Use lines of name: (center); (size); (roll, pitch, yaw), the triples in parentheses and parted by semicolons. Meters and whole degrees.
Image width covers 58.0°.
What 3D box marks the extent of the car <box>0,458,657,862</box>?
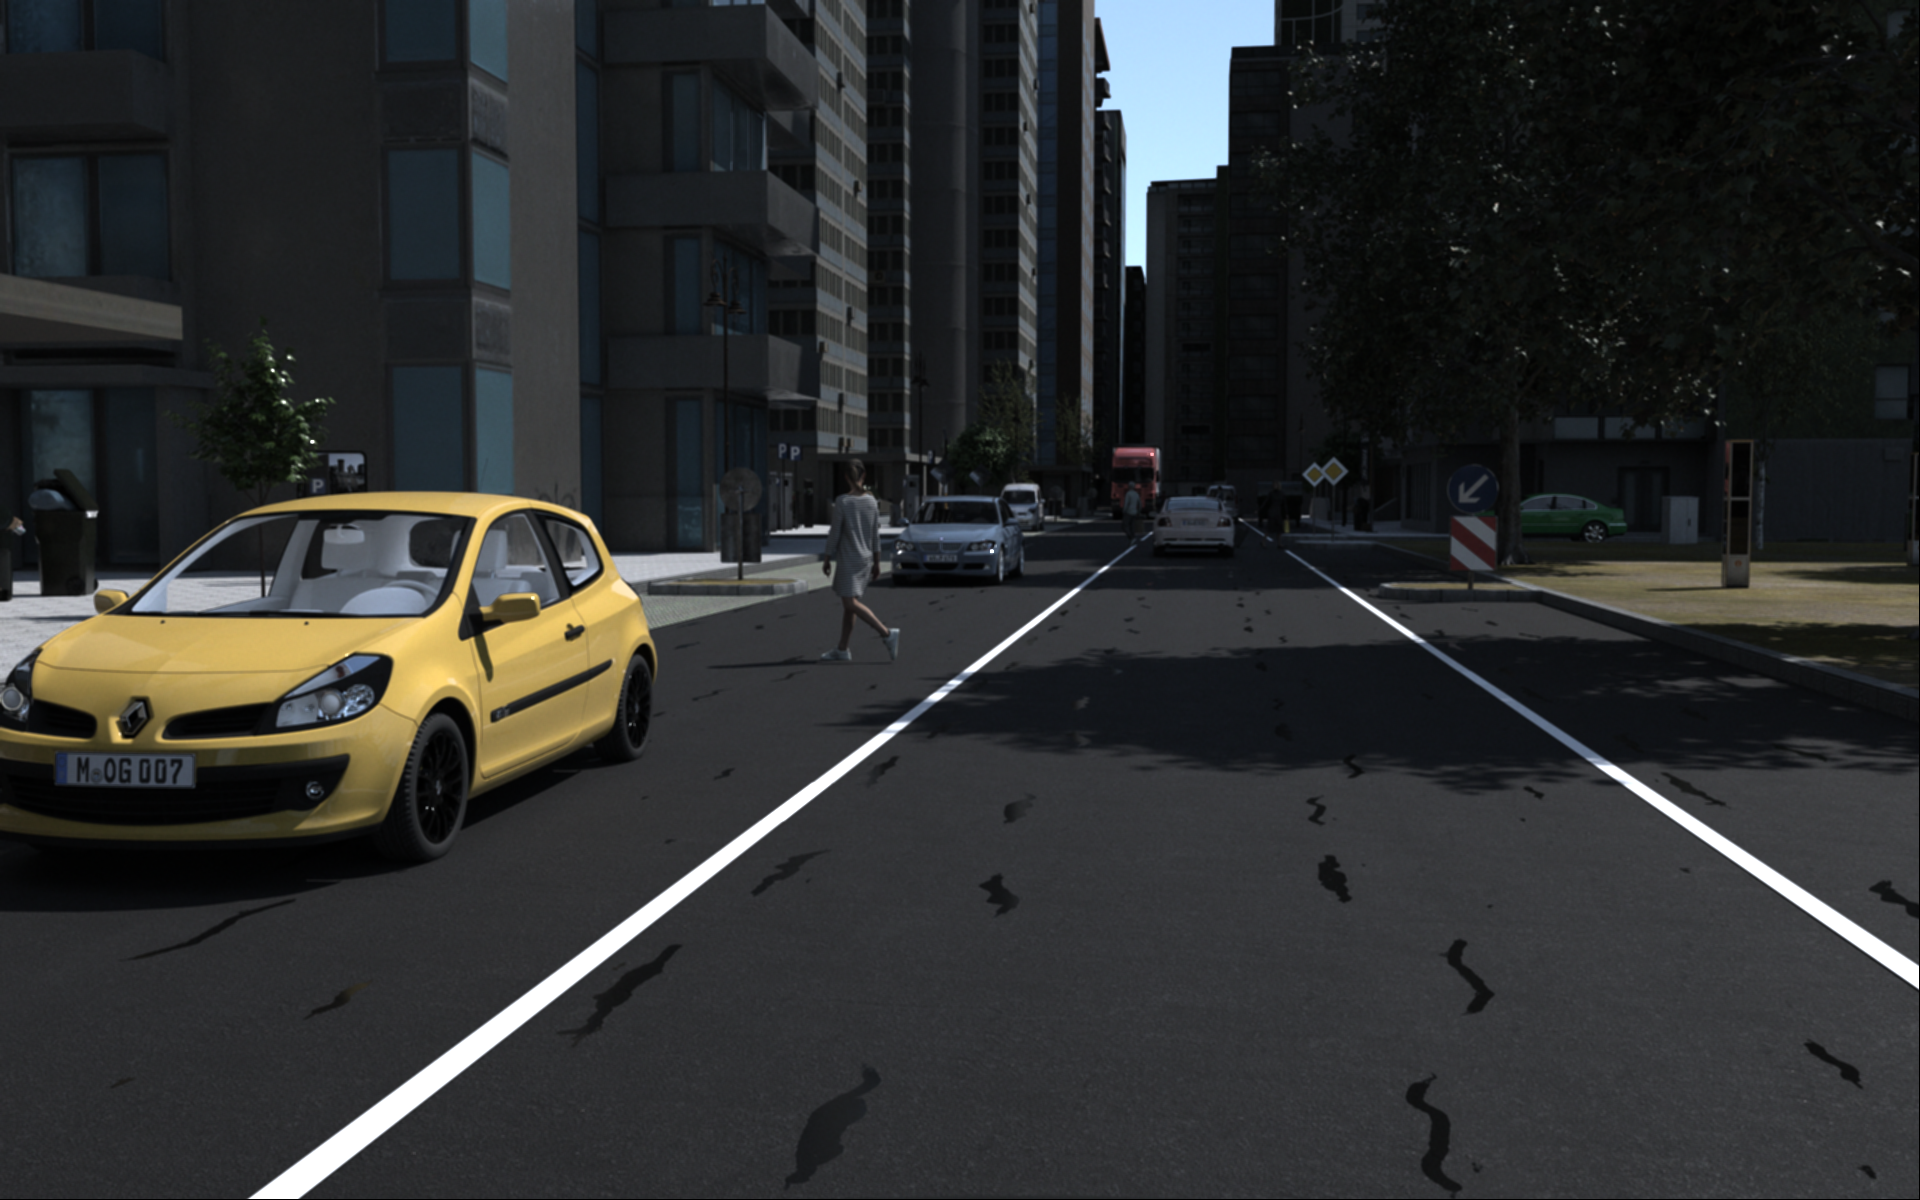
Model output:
car: (-2.719, 0.133, 8.045); (2.015, 1.641, 3.980); (0, 4, 7)

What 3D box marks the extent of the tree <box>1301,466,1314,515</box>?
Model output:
tree: (21.154, -6.705, 104.221); (1.663, 3.219, 1.824); (0, 3, 0)

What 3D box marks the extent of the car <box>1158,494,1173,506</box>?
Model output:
car: (24.153, -11.730, 203.783); (2.014, 1.417, 4.499); (1, 4, 9)

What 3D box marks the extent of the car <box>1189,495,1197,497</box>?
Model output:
car: (19.691, -8.085, 144.766); (1.945, 1.354, 3.894); (0, 4, 6)

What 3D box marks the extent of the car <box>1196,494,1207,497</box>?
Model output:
car: (19.677, -7.968, 139.071); (1.959, 1.807, 4.718); (1, 4, 10)

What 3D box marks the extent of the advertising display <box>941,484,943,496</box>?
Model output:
advertising display: (-1.162, -5.652, 97.624); (0.974, 1.923, 0.123); (3, 5, 43)

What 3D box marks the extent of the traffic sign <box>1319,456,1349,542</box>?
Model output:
traffic sign: (9.951, -2.601, 46.167); (0.795, 2.450, 0.064); (0, 4, 8)

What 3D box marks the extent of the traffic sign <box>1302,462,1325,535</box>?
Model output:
traffic sign: (11.059, -3.085, 54.075); (0.795, 2.450, 0.064); (0, 4, 8)

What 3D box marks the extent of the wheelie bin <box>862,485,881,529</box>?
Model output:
wheelie bin: (-3.352, -3.370, 63.011); (0.980, 1.594, 0.693); (-3, 5, -43)

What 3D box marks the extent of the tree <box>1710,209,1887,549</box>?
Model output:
tree: (18.833, -5.486, 40.056); (4.737, 8.622, 4.395); (0, 3, 0)

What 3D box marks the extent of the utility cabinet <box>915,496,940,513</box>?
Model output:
utility cabinet: (-1.199, -3.353, 65.979); (1.020, 1.237, 0.306); (0, 4, 3)

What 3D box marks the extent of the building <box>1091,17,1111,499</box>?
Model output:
building: (2.346, -30.877, 159.455); (22.147, 44.769, 28.867); (0, 4, 8)

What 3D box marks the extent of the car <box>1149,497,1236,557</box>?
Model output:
car: (5.498, -1.747, 40.924); (2.083, 1.381, 4.827); (0, 4, 7)

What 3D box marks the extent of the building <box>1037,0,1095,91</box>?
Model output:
building: (3.267, -29.816, 137.607); (14.600, 45.320, 14.200); (0, 4, 8)

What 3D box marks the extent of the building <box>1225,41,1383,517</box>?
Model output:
building: (24.785, -20.987, 114.833); (14.160, 30.474, 14.107); (0, 4, 8)

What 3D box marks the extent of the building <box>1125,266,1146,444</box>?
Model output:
building: (16.474, -27.455, 220.596); (14.107, 30.474, 14.160); (0, 4, 8)

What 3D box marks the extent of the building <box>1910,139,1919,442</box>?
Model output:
building: (51.477, -28.902, 61.781); (27.495, 52.752, 28.713); (0, 4, 8)

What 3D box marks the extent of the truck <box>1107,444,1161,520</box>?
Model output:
truck: (10.095, -6.733, 99.002); (2.839, 4.237, 11.283); (1, 4, 8)

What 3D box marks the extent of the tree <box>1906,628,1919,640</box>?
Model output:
tree: (9.033, -5.983, 14.825); (9.611, 12.733, 9.660); (0, 3, 0)

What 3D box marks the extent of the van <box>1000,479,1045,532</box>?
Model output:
van: (2.315, -3.646, 66.626); (2.013, 2.044, 4.112); (0, 4, 7)

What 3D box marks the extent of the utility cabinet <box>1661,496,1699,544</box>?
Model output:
utility cabinet: (18.654, -2.062, 44.871); (1.020, 1.237, 0.306); (-2, 4, -25)

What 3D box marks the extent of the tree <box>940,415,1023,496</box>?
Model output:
tree: (0.988, -5.718, 77.207); (4.285, 4.588, 4.351); (0, 3, 0)

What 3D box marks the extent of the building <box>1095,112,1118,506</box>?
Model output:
building: (9.018, -30.436, 181.225); (14.154, 41.232, 14.086); (0, 4, 8)

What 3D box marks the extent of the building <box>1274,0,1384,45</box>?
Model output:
building: (42.913, -46.017, 190.623); (20.563, 71.187, 20.611); (0, 4, 8)

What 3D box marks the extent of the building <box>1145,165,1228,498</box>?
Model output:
building: (30.430, -32.703, 218.290); (14.086, 41.232, 14.154); (0, 4, 8)

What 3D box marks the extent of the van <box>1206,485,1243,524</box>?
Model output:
van: (12.815, -4.751, 84.682); (2.013, 2.044, 4.112); (1, 4, 9)

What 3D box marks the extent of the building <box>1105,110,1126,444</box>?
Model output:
building: (11.577, -33.579, 199.124); (14.200, 45.320, 14.600); (0, 4, 8)

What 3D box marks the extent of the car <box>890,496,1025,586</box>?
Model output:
car: (0.036, -1.025, 28.755); (2.014, 1.417, 4.499); (1, 4, 9)

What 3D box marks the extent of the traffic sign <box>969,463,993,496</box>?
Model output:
traffic sign: (0.669, -3.175, 55.546); (0.795, 2.450, 0.064); (0, 4, 8)

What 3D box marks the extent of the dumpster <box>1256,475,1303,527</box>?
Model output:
dumpster: (13.773, -4.267, 74.720); (1.985, 2.255, 1.502); (0, 4, 8)

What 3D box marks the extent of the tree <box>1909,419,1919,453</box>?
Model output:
tree: (34.961, -5.011, 65.642); (4.285, 4.588, 4.351); (0, 3, 0)

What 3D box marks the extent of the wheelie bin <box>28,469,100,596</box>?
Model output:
wheelie bin: (-11.349, -0.858, 21.939); (0.693, 1.594, 0.980); (-1, 4, -13)

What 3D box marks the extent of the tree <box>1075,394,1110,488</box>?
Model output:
tree: (8.481, -10.723, 125.675); (4.737, 8.622, 4.395); (0, 3, 0)

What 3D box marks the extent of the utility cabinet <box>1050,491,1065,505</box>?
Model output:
utility cabinet: (7.192, -7.259, 127.356); (1.173, 1.500, 0.318); (2, 4, 28)

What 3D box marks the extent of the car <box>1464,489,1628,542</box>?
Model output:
car: (16.499, -2.483, 49.388); (4.718, 1.807, 1.959); (0, 4, 7)

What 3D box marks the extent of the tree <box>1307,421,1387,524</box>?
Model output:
tree: (16.842, -5.602, 75.311); (4.285, 4.588, 4.351); (0, 3, 0)

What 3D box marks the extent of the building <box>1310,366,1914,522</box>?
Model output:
building: (34.388, -24.092, 85.788); (32.217, 40.220, 23.993); (0, 4, 8)

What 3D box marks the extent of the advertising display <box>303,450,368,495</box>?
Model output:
advertising display: (-9.284, -1.251, 25.671); (0.974, 1.923, 0.123); (-1, 4, -16)

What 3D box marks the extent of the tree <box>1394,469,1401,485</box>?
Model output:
tree: (18.090, -4.494, 68.083); (1.663, 3.219, 1.824); (0, 3, 0)

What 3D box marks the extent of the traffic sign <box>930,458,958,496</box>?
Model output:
traffic sign: (-0.439, -2.691, 47.637); (0.795, 2.450, 0.064); (0, 4, 8)

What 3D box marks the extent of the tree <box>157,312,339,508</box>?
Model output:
tree: (-7.404, -1.461, 18.486); (1.663, 3.219, 1.824); (0, 3, 0)

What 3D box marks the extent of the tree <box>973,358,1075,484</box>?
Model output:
tree: (2.769, -8.696, 92.549); (4.737, 8.622, 4.395); (0, 3, 0)

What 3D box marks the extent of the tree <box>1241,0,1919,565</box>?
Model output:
tree: (10.034, -7.005, 31.542); (9.611, 12.733, 9.660); (0, 3, 0)
